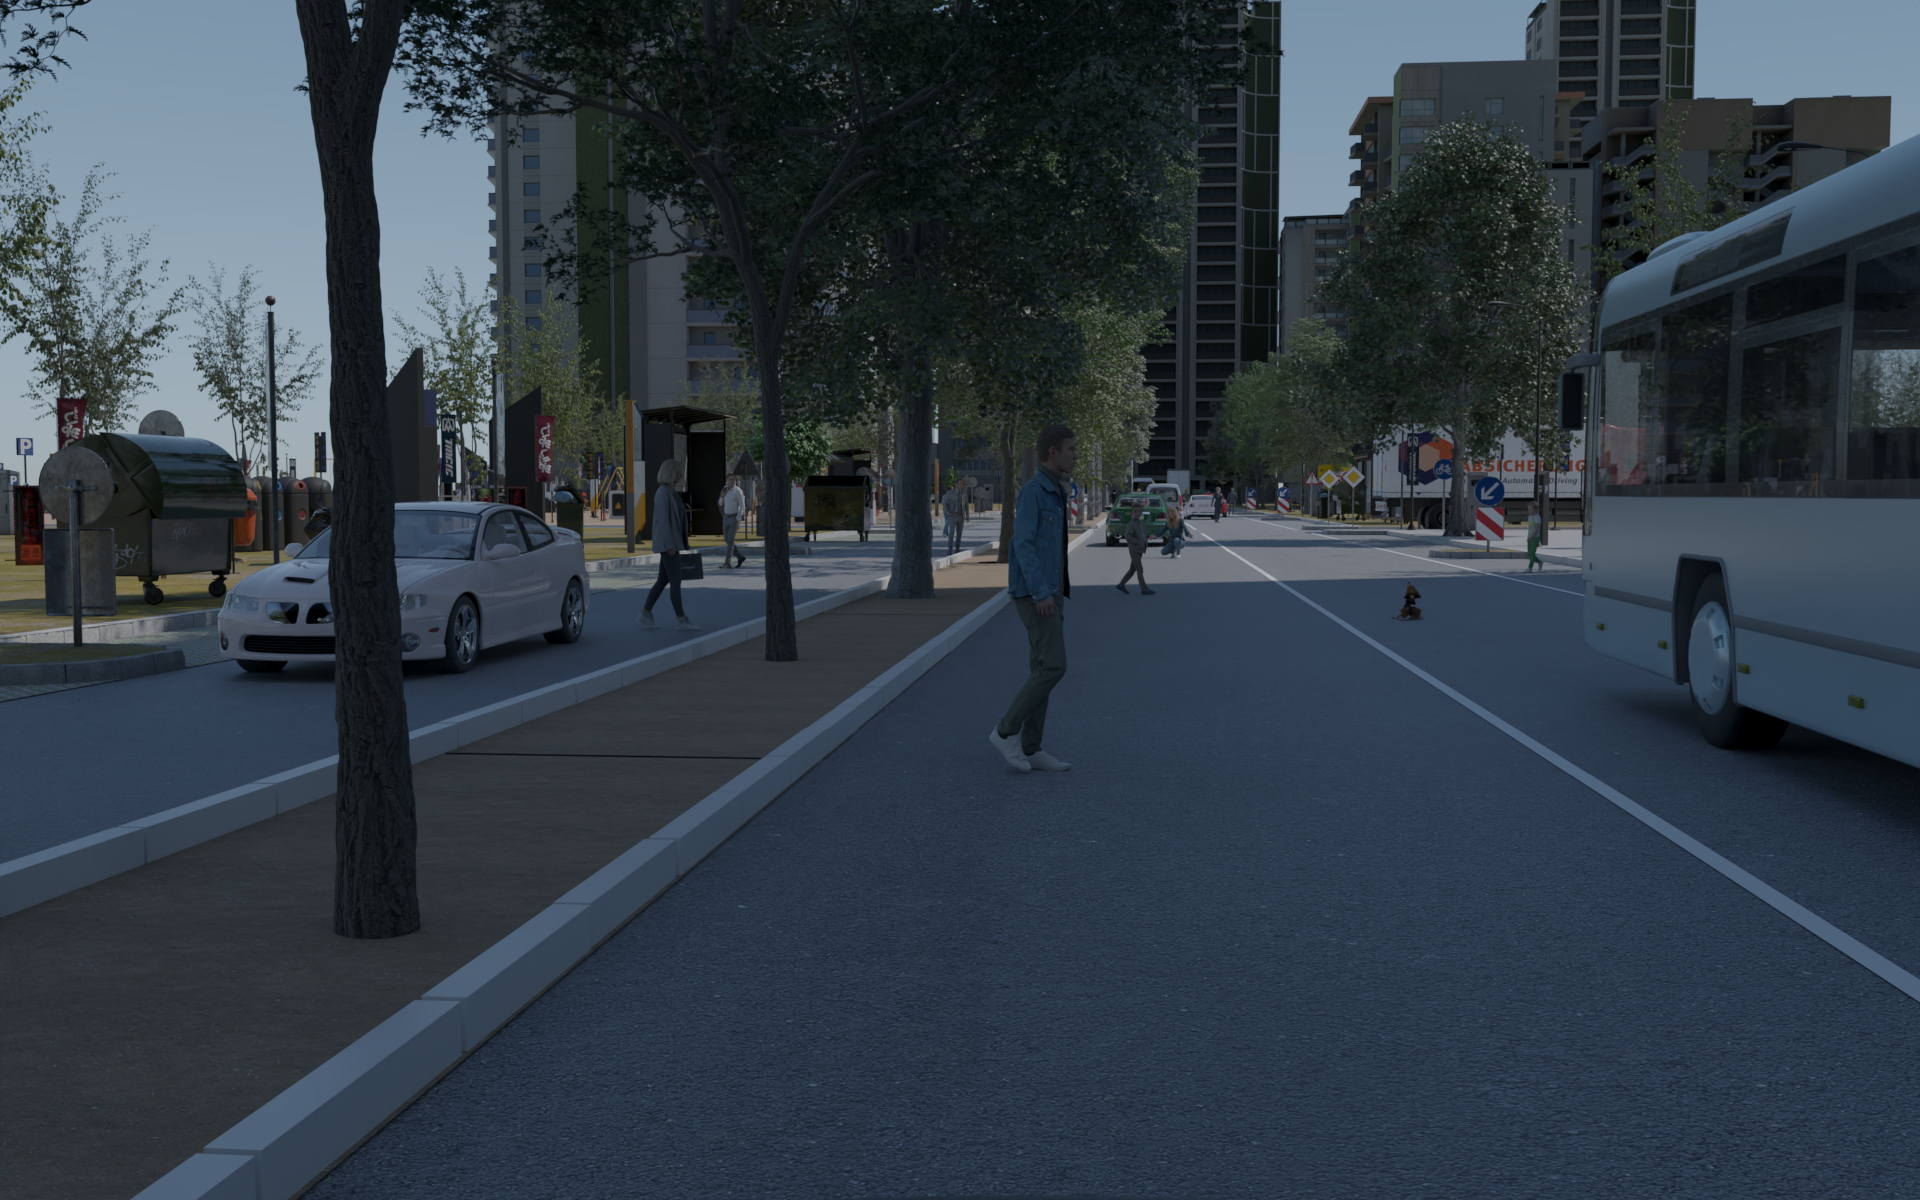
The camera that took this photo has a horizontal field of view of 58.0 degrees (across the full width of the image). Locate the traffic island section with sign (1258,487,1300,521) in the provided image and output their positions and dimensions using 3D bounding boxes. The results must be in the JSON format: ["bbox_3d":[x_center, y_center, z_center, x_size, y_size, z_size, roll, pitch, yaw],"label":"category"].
[{"bbox_3d":[17.412,-5.235,94.217,1.989,1.847,2.006,0,4,6],"label":"traffic island section with sign"}]

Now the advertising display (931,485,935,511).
[{"bbox_3d":[-2.495,-8.309,141.067,0.974,1.923,0.123,-2,4,-32],"label":"advertising display"}]

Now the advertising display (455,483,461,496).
[{"bbox_3d":[-28.764,-5.768,99.519,0.123,1.923,0.974,-3,4,-37],"label":"advertising display"}]

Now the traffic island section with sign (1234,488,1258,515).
[{"bbox_3d":[20.200,-6.875,121.028,1.989,1.847,2.006,0,4,6],"label":"traffic island section with sign"}]

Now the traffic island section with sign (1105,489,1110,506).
[{"bbox_3d":[12.255,-8.384,145.219,2.006,1.907,1.989,0,4,6],"label":"traffic island section with sign"}]

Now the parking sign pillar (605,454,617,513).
[{"bbox_3d":[-23.229,-7.789,115.824,1.447,3.967,1.447,-1,4,-18],"label":"parking sign pillar"}]

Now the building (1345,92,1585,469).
[{"bbox_3d":[53.957,-32.639,188.279,22.147,44.769,28.867,0,4,6],"label":"building"}]

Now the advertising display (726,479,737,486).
[{"bbox_3d":[-9.907,-4.157,73.187,0.974,1.923,0.123,-1,4,-13],"label":"advertising display"}]

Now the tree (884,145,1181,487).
[{"bbox_3d":[1.661,-7.536,43.804,7.486,12.596,7.792,0,3,0],"label":"tree"}]

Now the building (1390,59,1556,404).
[{"bbox_3d":[48.515,-29.591,167.399,14.154,41.232,14.086,0,4,6],"label":"building"}]

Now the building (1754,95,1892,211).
[{"bbox_3d":[92.133,-33.159,192.256,14.200,45.320,14.600,0,4,6],"label":"building"}]

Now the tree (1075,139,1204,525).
[{"bbox_3d":[5.904,-14.381,93.473,12.611,20.169,13.585,0,3,0],"label":"tree"}]

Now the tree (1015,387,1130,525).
[{"bbox_3d":[4.686,-7.266,71.618,4.737,8.622,4.395,0,3,0],"label":"tree"}]

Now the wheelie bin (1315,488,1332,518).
[{"bbox_3d":[19.300,-5.144,92.014,0.693,1.594,0.980,-1,4,-15],"label":"wheelie bin"}]

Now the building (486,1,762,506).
[{"bbox_3d":[-39.476,-40.410,202.700,28.212,58.520,21.231,0,4,6],"label":"building"}]

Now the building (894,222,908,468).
[{"bbox_3d":[-15.053,-46.531,199.038,20.611,71.187,20.563,0,4,6],"label":"building"}]

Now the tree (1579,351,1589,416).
[{"bbox_3d":[29.352,-7.752,77.106,4.360,8.622,3.978,0,3,0],"label":"tree"}]

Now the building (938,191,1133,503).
[{"bbox_3d":[11.184,-43.479,252.881,28.212,58.520,21.231,0,4,6],"label":"building"}]

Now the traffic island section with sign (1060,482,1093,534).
[{"bbox_3d":[3.732,-3.362,63.113,2.006,1.907,1.989,0,4,6],"label":"traffic island section with sign"}]

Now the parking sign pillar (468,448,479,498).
[{"bbox_3d":[-27.394,-6.692,97.891,1.447,3.967,1.447,1,4,10],"label":"parking sign pillar"}]

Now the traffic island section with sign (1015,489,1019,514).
[{"bbox_3d":[3.914,-6.978,122.721,1.989,1.847,2.006,0,4,6],"label":"traffic island section with sign"}]

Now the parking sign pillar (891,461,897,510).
[{"bbox_3d":[-5.206,-9.435,142.741,1.447,3.967,1.447,1,4,10],"label":"parking sign pillar"}]

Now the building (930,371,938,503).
[{"bbox_3d":[-16.080,-41.036,260.173,27.495,52.752,28.713,0,4,6],"label":"building"}]

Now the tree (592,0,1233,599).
[{"bbox_3d":[-0.678,-6.998,23.530,9.857,13.997,8.962,0,3,0],"label":"tree"}]

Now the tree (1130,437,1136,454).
[{"bbox_3d":[11.051,-10.796,129.328,4.737,8.622,4.395,0,3,0],"label":"tree"}]

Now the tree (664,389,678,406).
[{"bbox_3d":[-16.355,-9.568,106.806,4.737,8.622,4.395,0,3,0],"label":"tree"}]

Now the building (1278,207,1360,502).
[{"bbox_3d":[52.728,-34.413,246.238,14.086,41.232,14.154,0,4,6],"label":"building"}]

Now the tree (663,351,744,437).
[{"bbox_3d":[-13.041,-8.484,89.084,4.360,8.622,3.978,0,3,0],"label":"tree"}]

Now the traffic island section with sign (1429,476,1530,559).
[{"bbox_3d":[11.702,-1.866,39.145,1.989,1.847,2.006,0,4,6],"label":"traffic island section with sign"}]

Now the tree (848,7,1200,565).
[{"bbox_3d":[1.059,-6.535,35.057,9.928,11.665,9.643,0,3,0],"label":"tree"}]

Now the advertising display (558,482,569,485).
[{"bbox_3d":[-21.823,-5.513,95.356,0.123,1.923,0.974,3,4,36],"label":"advertising display"}]

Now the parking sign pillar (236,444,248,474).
[{"bbox_3d":[-38.383,-6.375,92.704,1.447,3.967,1.447,-2,4,-27],"label":"parking sign pillar"}]

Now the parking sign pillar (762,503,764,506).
[{"bbox_3d":[-9.294,-5.972,86.121,1.447,3.967,1.447,-1,4,-9],"label":"parking sign pillar"}]

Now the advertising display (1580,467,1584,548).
[{"bbox_3d":[15.062,-2.195,41.096,0.123,1.923,0.974,-1,4,-15],"label":"advertising display"}]

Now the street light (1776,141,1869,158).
[{"bbox_3d":[11.454,-3.082,22.931,1.470,5.913,1.316,0,4,6],"label":"street light"}]

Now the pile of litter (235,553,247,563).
[{"bbox_3d":[-14.178,-1.139,32.595,1.719,0.858,1.176,3,5,42],"label":"pile of litter"}]

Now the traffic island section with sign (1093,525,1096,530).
[{"bbox_3d":[4.506,-3.813,70.480,2.006,1.907,1.989,0,4,6],"label":"traffic island section with sign"}]

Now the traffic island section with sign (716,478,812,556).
[{"bbox_3d":[-4.580,-1.979,40.980,1.989,1.847,2.006,0,4,6],"label":"traffic island section with sign"}]

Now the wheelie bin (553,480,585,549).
[{"bbox_3d":[-8.523,-1.829,37.806,0.693,1.594,0.980,-1,4,-12],"label":"wheelie bin"}]

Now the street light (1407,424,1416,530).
[{"bbox_3d":[15.496,-5.436,61.420,1.470,5.913,1.316,0,4,6],"label":"street light"}]

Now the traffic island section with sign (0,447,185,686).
[{"bbox_3d":[-7.390,-0.317,13.803,1.989,1.847,2.006,0,4,6],"label":"traffic island section with sign"}]

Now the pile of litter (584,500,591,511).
[{"bbox_3d":[-28.376,-7.154,130.927,1.719,0.858,1.176,1,4,21],"label":"pile of litter"}]

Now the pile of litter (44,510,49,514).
[{"bbox_3d":[-60.037,-6.060,113.047,1.719,0.858,1.176,2,4,33],"label":"pile of litter"}]

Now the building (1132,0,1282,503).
[{"bbox_3d":[35.433,-49.629,249.680,20.611,71.187,20.563,0,4,6],"label":"building"}]

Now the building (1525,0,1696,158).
[{"bbox_3d":[91.893,-49.310,244.473,20.611,71.187,20.563,0,4,6],"label":"building"}]

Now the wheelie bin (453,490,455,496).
[{"bbox_3d":[-41.722,-8.235,142.555,0.693,1.594,0.980,1,4,16],"label":"wheelie bin"}]

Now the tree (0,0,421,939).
[{"bbox_3d":[-1.847,-4.209,5.693,8.767,10.594,7.601,0,4,6],"label":"tree"}]

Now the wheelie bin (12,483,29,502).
[{"bbox_3d":[-26.933,-2.573,49.976,0.693,1.594,0.980,-3,4,-36],"label":"wheelie bin"}]

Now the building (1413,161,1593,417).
[{"bbox_3d":[46.995,-23.350,153.466,14.160,30.474,14.107,0,4,6],"label":"building"}]

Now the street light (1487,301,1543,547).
[{"bbox_3d":[13.404,-4.239,41.844,1.470,5.913,1.316,0,4,6],"label":"street light"}]

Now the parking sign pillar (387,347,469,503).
[{"bbox_3d":[-10.331,-2.691,32.471,1.447,3.967,1.447,3,5,40],"label":"parking sign pillar"}]

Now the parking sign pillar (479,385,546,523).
[{"bbox_3d":[-11.012,-3.339,43.066,1.447,3.967,1.447,0,4,-4],"label":"parking sign pillar"}]

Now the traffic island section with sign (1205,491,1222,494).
[{"bbox_3d":[25.428,-9.958,171.443,1.989,1.847,2.006,0,4,6],"label":"traffic island section with sign"}]

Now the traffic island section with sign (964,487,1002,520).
[{"bbox_3d":[1.123,-5.338,95.911,1.989,1.847,2.006,0,4,6],"label":"traffic island section with sign"}]

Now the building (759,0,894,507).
[{"bbox_3d":[-18.617,-37.911,161.844,21.231,58.520,28.212,0,4,6],"label":"building"}]
